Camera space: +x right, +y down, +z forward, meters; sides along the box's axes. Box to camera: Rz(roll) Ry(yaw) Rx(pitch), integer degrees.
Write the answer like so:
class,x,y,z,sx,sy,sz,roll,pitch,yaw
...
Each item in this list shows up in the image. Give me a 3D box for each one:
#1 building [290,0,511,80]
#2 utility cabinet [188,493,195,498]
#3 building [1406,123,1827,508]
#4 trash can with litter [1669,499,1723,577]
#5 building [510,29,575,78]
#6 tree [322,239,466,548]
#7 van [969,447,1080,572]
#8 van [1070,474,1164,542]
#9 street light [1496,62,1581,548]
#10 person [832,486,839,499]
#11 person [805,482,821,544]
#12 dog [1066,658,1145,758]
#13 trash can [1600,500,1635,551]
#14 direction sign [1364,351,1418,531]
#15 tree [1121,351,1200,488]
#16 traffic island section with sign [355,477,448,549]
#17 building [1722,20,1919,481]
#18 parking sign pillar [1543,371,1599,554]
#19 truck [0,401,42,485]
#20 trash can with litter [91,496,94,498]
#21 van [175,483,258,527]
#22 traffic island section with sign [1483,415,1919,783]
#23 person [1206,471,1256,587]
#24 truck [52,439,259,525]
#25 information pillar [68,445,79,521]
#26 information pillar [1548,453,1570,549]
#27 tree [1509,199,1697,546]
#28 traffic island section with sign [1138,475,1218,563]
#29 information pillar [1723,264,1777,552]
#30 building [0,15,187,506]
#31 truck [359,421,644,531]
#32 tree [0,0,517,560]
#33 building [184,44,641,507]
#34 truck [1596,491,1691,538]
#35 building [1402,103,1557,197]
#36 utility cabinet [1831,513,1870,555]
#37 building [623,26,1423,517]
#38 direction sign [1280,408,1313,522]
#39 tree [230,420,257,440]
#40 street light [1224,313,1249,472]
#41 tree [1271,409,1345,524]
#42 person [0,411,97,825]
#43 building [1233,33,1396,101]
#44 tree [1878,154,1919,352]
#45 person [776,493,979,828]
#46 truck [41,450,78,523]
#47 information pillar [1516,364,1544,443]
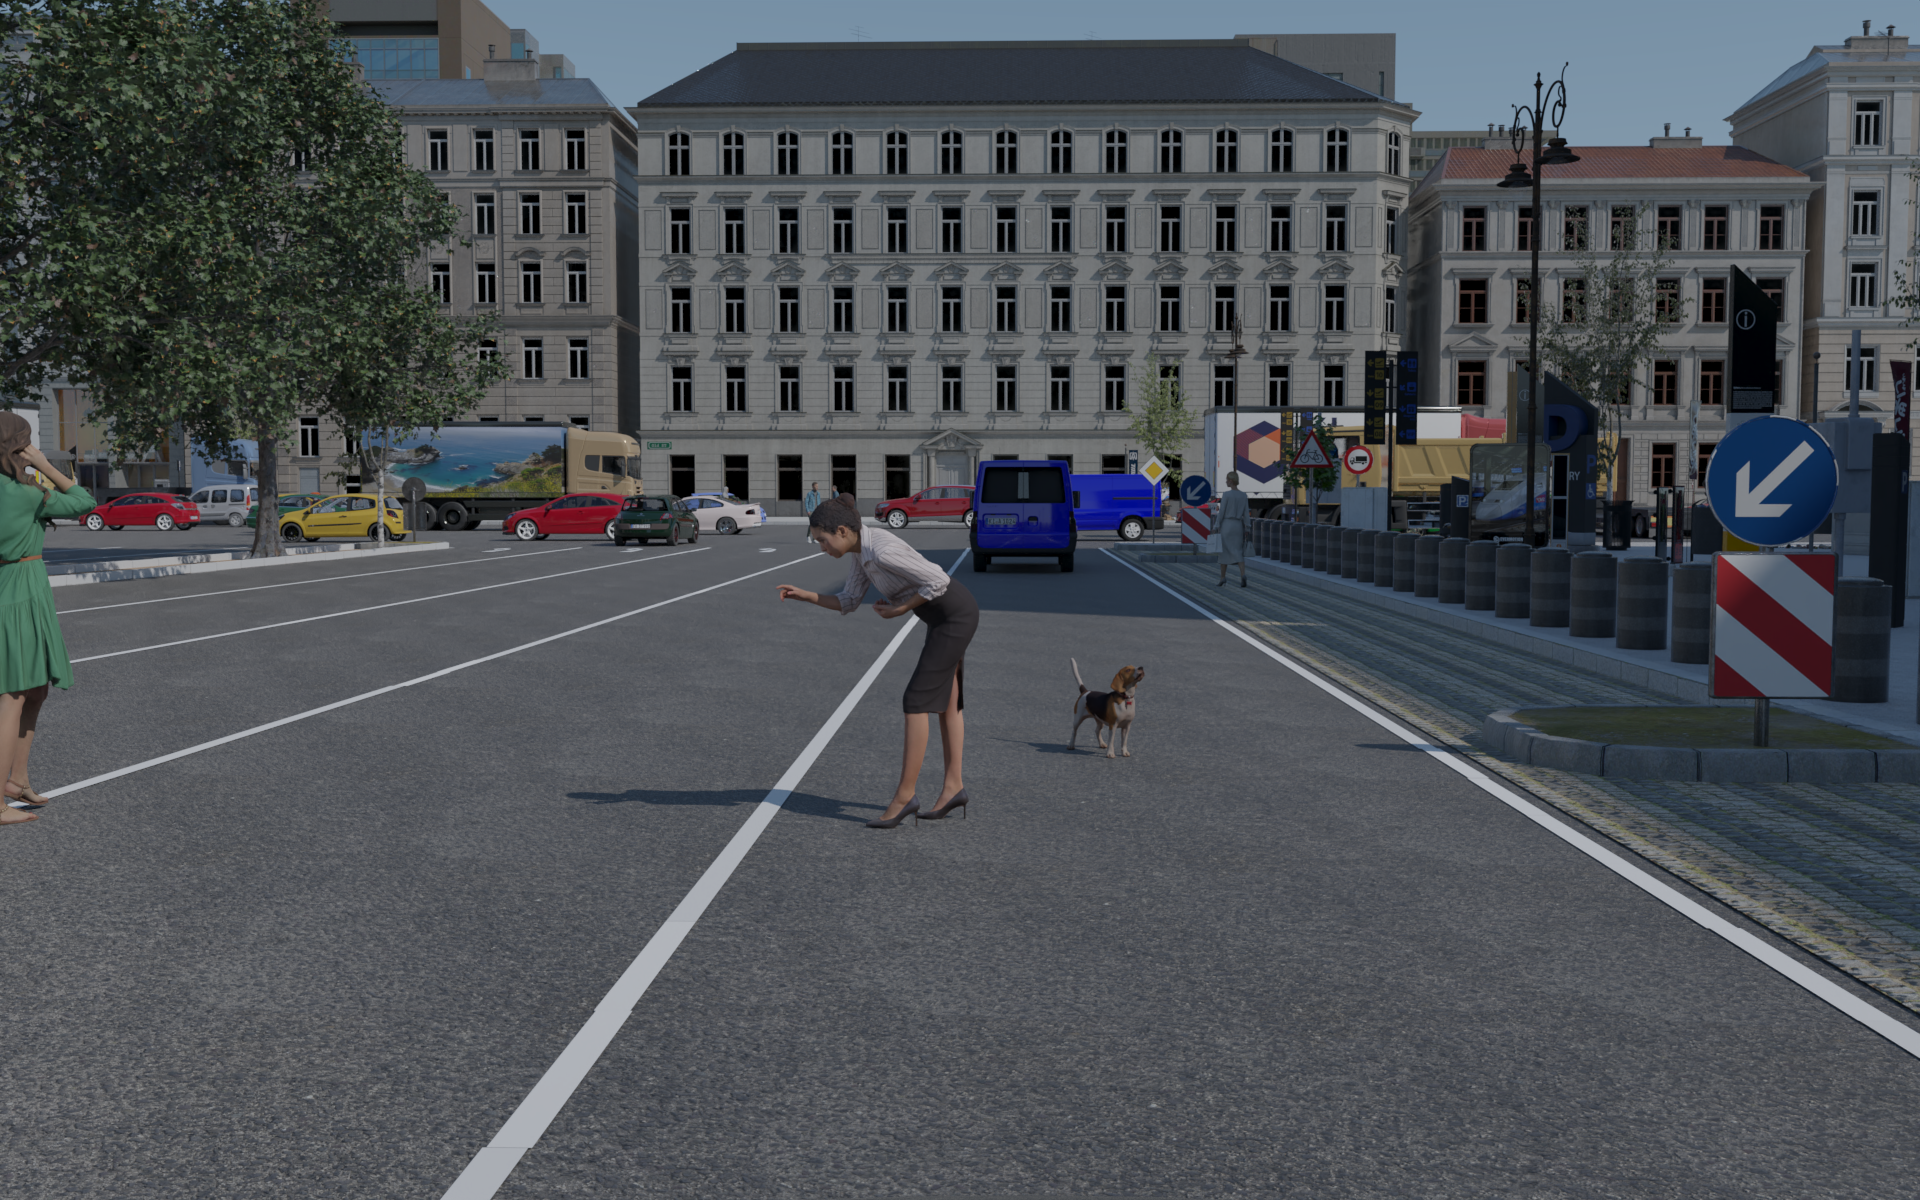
class,x,y,z,sx,sy,sz,roll,pitch,yaw
building,-47.742,-30.625,150.828,14.600,45.320,14.200,0,4,2
utility cabinet,-40.119,-5.040,91.087,1.173,1.500,0.318,2,4,33
building,36.384,-16.133,99.934,21.152,22.565,11.583,0,4,2
trash can with litter,11.774,-0.947,26.535,1.678,1.210,2.233,-3,4,-38
building,-54.688,-34.267,179.871,30.456,49.044,23.786,0,4,2
tree,-14.774,-5.586,44.147,4.360,8.622,3.978,0,3,0
van,1.243,-1.780,33.480,2.240,2.365,5.245,0,4,2
van,3.592,-2.983,53.160,5.245,2.365,2.240,0,4,1
street light,6.338,-2.835,19.144,0.468,5.910,1.993,0,4,2
person,-5.650,-4.242,77.984,0.434,1.807,0.598,1,4,9
person,-4.242,-2.519,50.037,0.601,1.785,0.444,-3,4,-37
dog,0.804,0.594,9.579,0.540,0.507,0.406,1,4,22
trash can,14.952,-1.698,39.411,0.748,1.137,0.748,0,3,0
direction sign,6.823,-2.170,27.477,0.876,3.537,0.379,-1,4,-9
tree,10.265,-8.453,88.566,4.737,8.622,4.395,0,3,0
traffic island section with sign,-14.596,-2.295,45.655,2.006,1.907,1.989,0,4,2
building,57.057,-19.259,100.790,20.117,28.700,13.634,0,4,2
parking sign pillar,13.074,-2.992,37.386,1.447,3.967,1.447,-2,4,-34
truck,-33.895,-3.880,52.353,11.283,4.237,2.839,0,4,3
trash can with litter,-61.833,-6.813,122.785,1.055,1.170,0.624,3,5,43
van,-32.499,-4.179,75.341,4.112,2.044,2.013,0,4,2
traffic island section with sign,3.999,-0.053,9.493,1.989,1.847,2.006,0,4,2
person,4.154,-1.080,26.505,0.694,1.780,0.624,0,4,-8
truck,-40.482,-5.495,79.599,18.799,4.110,2.967,0,4,1
information pillar,-42.319,-5.578,82.549,0.504,3.616,0.183,-1,4,-23
information pillar,10.873,-1.649,31.458,0.304,2.012,0.304,1,4,11
tree,15.842,-5.648,42.707,4.360,8.622,3.978,0,3,0
traffic island section with sign,4.809,-1.718,36.709,1.989,1.847,2.006,0,4,2
information pillar,8.082,-1.615,17.761,0.504,3.616,0.183,0,4,-5
building,-58.657,-19.941,103.528,29.804,29.767,11.434,0,4,2
truck,-17.540,-4.833,67.939,11.283,4.237,2.839,0,3,0
tree,-14.854,-7.186,36.949,9.611,12.733,9.660,0,3,0
building,-31.215,-18.617,101.659,25.104,27.353,12.463,0,4,2
truck,23.313,-4.558,64.282,2.967,4.110,18.799,0,4,1
building,40.897,-29.651,176.675,32.217,40.220,23.993,0,4,2
utility cabinet,18.963,-1.707,36.587,0.318,1.500,1.173,-1,4,-14
building,3.833,-19.991,103.272,44.131,29.872,17.030,0,4,2
direction sign,8.819,-3.268,45.424,0.876,3.537,0.379,0,4,-7
tree,-36.073,-8.458,88.649,4.737,8.622,4.395,0,3,0
street light,7.046,-4.374,44.305,0.468,5.910,1.993,0,4,2
tree,8.013,-2.684,38.485,1.663,3.219,1.824,0,3,0
person,-4.197,0.068,7.638,0.600,1.795,0.529,1,4,9
building,31.059,-29.011,157.920,14.154,41.232,14.086,0,4,2
tree,18.170,-4.825,29.254,4.360,8.622,3.978,0,3,0
person,-0.304,0.257,7.480,0.628,1.438,0.799,3,4,37
truck,-42.962,-4.868,75.512,9.791,3.379,3.469,0,4,3
information pillar,10.249,-2.440,31.246,0.504,3.616,0.183,1,4,10
